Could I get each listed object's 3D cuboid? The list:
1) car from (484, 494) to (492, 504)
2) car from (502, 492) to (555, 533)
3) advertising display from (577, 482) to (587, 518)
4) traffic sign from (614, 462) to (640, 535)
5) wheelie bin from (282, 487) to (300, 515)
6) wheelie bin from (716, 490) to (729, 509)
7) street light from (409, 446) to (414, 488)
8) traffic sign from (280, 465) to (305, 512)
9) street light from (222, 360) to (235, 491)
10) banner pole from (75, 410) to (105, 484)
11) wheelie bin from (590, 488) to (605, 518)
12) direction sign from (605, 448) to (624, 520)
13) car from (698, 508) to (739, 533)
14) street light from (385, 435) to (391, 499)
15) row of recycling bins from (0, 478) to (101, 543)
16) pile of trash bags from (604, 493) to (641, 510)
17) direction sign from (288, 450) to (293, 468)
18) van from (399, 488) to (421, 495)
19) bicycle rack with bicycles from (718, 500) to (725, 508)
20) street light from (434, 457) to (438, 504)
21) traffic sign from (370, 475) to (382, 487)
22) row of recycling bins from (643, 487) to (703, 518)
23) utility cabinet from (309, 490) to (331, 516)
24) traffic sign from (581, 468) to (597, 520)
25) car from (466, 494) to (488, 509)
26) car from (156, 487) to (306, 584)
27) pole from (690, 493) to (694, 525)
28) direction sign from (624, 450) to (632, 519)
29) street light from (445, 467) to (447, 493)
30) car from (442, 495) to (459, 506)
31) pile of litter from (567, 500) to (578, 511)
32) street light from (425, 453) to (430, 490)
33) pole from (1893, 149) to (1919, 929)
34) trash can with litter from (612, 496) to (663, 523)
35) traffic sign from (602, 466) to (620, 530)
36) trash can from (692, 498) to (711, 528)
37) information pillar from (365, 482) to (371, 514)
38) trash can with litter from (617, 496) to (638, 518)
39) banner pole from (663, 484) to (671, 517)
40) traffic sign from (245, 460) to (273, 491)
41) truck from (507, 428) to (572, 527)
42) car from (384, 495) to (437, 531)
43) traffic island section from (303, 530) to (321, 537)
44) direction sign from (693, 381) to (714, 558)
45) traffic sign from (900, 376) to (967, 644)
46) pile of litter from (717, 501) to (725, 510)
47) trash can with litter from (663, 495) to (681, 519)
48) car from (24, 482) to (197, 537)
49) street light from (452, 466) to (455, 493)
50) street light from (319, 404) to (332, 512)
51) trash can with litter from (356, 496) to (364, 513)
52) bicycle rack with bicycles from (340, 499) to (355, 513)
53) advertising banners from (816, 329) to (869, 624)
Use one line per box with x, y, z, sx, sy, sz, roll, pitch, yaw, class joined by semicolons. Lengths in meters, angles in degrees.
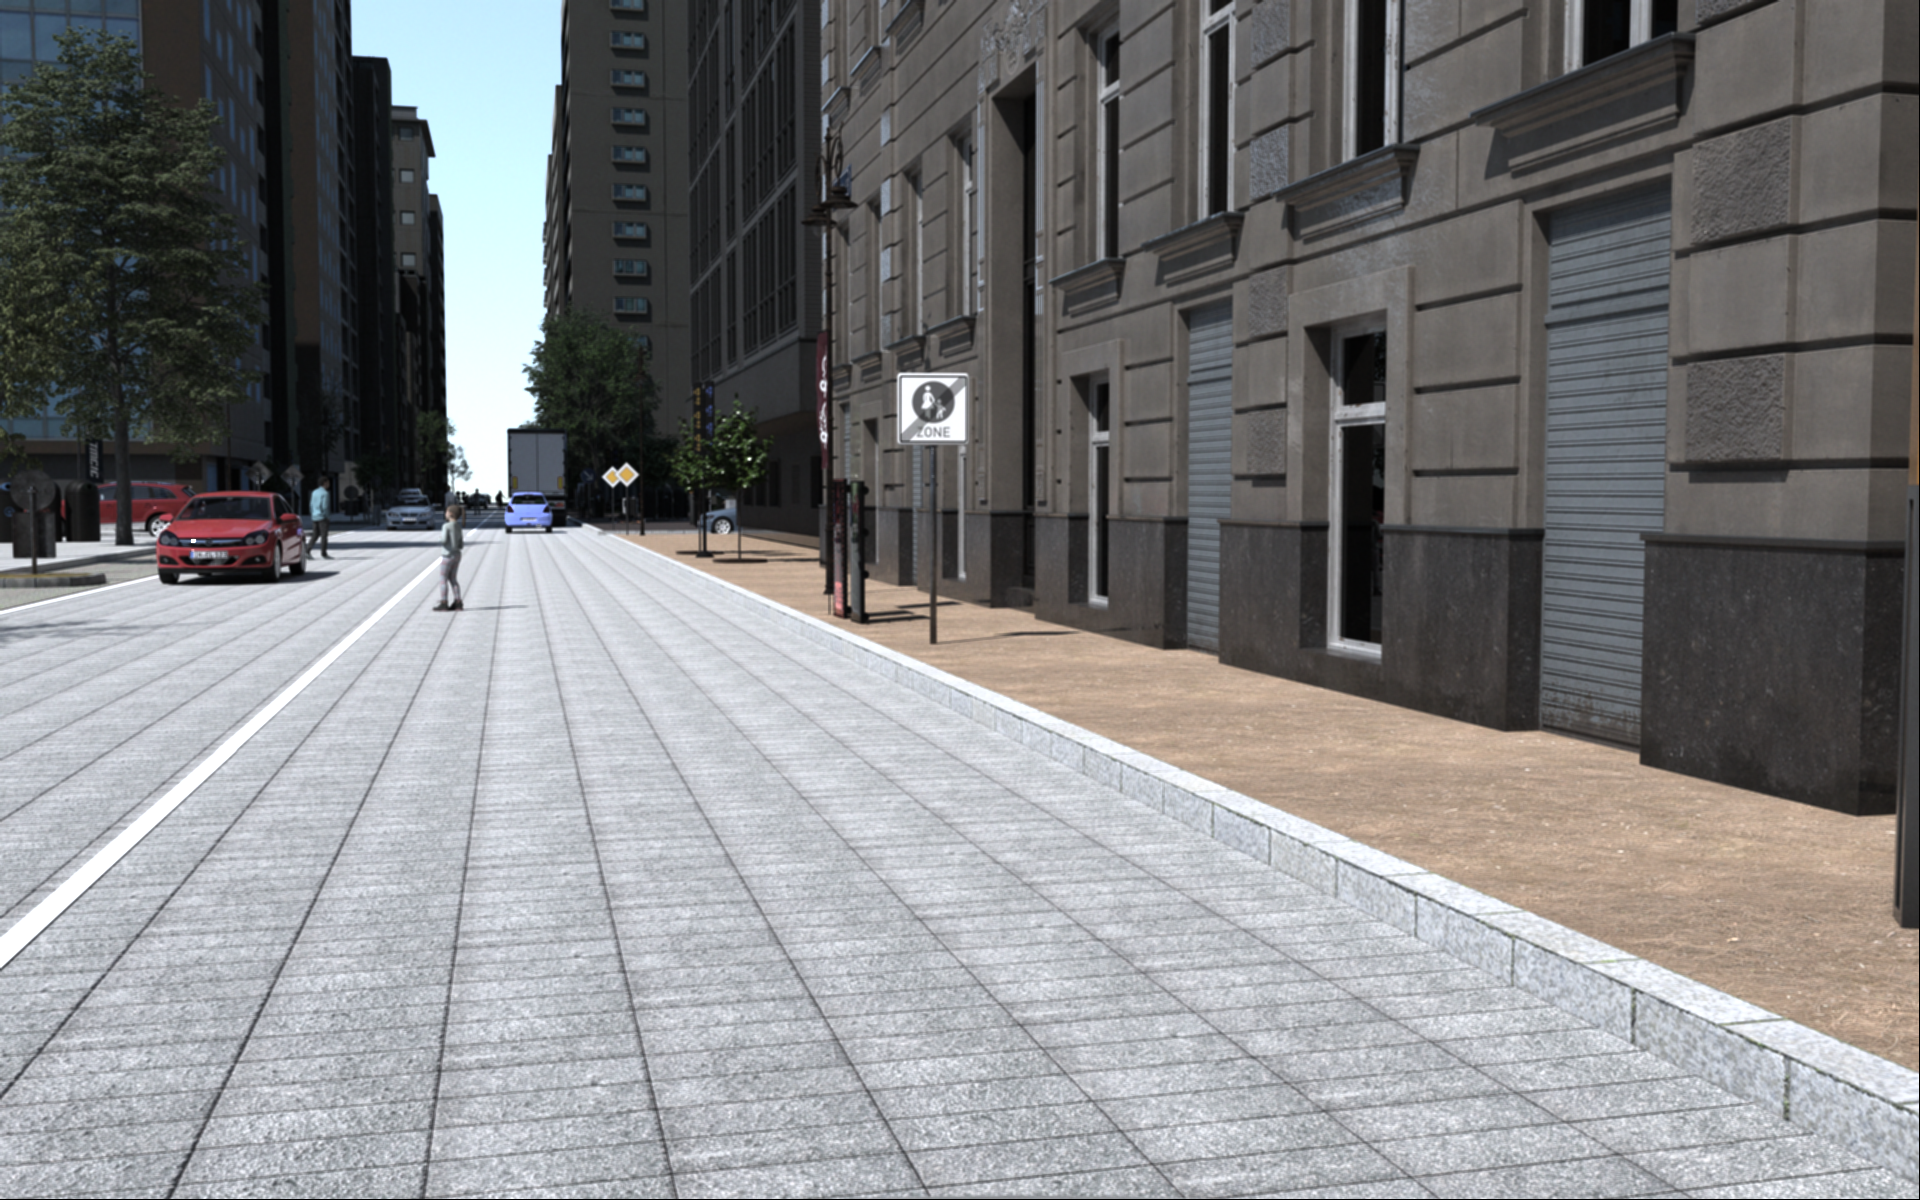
-66.859;-14.271;243.557;2.015;1.641;3.980;-1;4;-15;car
-16.089;-3.364;64.588;1.945;1.707;3.694;-1;4;-14;car
-20.122;-5.322;92.236;0.123;1.923;0.974;-3;4;-38;advertising display
-10.406;-3.087;54.120;0.795;2.450;0.064;-1;4;-14;traffic sign
-30.628;-4.363;79.243;0.693;1.594;0.980;-3;5;-40;wheelie bin
-16.885;-7.023;122.739;0.980;1.594;0.693;-3;5;-43;wheelie bin
-51.857;-11.699;164.061;0.468;5.910;1.993;-1;4;-14;street light
-22.807;-3.399;59.209;0.795;2.450;0.064;-1;4;-14;traffic sign
-24.882;-5.270;58.950;0.468;5.910;1.993;-1;4;-14;street light
-25.289;-3.684;50.254;0.863;3.779;0.401;-2;4;-31;banner pole
-19.617;-5.253;93.789;0.693;1.594;0.980;-3;4;-37;wheelie bin
-17.223;-5.732;85.721;0.876;3.537;0.379;2;4;34;direction sign
-6.825;-2.940;60.079;4.499;1.417;2.014;-1;4;-14;car
-43.960;-9.819;133.335;0.468;5.910;1.993;-1;4;-14;street light
-24.791;-2.374;45.924;3.534;1.692;1.069;-2;4;-35;row of recycling bins
-24.909;-7.342;129.789;1.912;1.369;3.447;3;4;37;pile of trash bags
-34.204;-5.907;88.570;0.379;3.537;0.876;0;4;-8;direction sign
-38.814;-7.048;122.238;2.013;2.044;4.112;-1;4;-15;van
-14.856;-6.144;113.841;2.852;0.926;2.925;0;4;-6;bicycle rack with bicycles
-64.638;-14.726;213.550;0.468;5.910;1.993;-1;4;-14;street light
-39.484;-7.161;117.183;0.768;2.556;0.104;-1;4;-13;traffic sign
-15.654;-5.357;94.696;3.534;1.692;1.069;1;4;9;row of recycling bins
-37.518;-5.676;101.477;1.173;1.500;0.318;-2;4;-25;utility cabinet
-18.069;-5.150;84.313;0.768;2.556;0.104;-1;4;-13;traffic sign
-46.733;-9.535;167.695;2.131;1.459;4.920;-1;4;-13;car
-12.231;-1.233;29.206;2.155;1.783;4.494;-1;4;-13;car
-11.233;-4.809;72.468;0.158;3.312;0.155;0;3;0;pole
-17.326;-5.991;89.944;0.876;3.537;0.379;2;4;34;direction sign
-72.326;-16.576;243.803;0.468;5.910;1.993;-1;4;-14;street light
-58.089;-11.327;197.194;2.014;1.417;4.499;-1;4;-13;car
-29.659;-7.239;132.326;1.719;0.858;1.176;1;4;11;pile of litter
-59.802;-13.573;194.703;0.468;5.910;1.993;-1;4;-14;street light
2.882;-0.686;5.064;0.158;3.312;0.155;0;3;0;pole
-14.500;-3.989;76.272;1.678;1.210;2.233;-3;5;-41;trash can with litter
-12.395;-3.560;61.855;0.795;2.450;0.064;-1;4;-14;traffic sign
-9.907;-3.351;66.436;0.748;1.137;0.748;0;3;0;trash can
-37.470;-6.432;109.662;0.304;2.012;0.304;-2;4;-28;information pillar
-17.588;-4.901;91.521;0.624;1.170;1.055;2;4;35;trash can with litter
-15.547;-6.217;91.670;0.401;3.779;0.863;2;4;25;banner pole
-20.818;-2.925;51.474;0.795;2.450;0.064;-1;4;-14;traffic sign
-19.267;-5.536;79.425;2.839;4.237;11.283;-1;4;-13;truck
-21.889;-3.491;69.085;2.014;1.417;4.499;-1;4;-15;car
-22.828;-2.262;59.265;2.009;0.180;2.903;-1;4;-14;traffic island section
-5.173;-2.631;35.008;0.379;3.537;0.876;-2;4;-35;direction sign
-0.229;-0.771;14.743;0.606;2.300;0.079;0;4;-5;traffic sign
-14.593;-5.682;106.872;1.719;0.858;1.176;2;4;27;pile of litter
-14.761;-4.698;87.866;2.233;1.210;1.678;3;5;44;trash can with litter
-26.452;-2.793;54.343;5.304;1.827;2.281;-1;4;-12;car
-80.081;-18.416;273.880;0.468;5.910;1.993;-1;4;-14;street light
-32.569;-7.111;89.045;0.468;5.910;1.993;-1;4;-14;street light
-40.591;-6.484;117.405;0.624;1.170;1.055;-1;4;-9;trash can with litter
-43.120;-6.608;121.428;2.925;0.926;2.852;-3;5;-45;bicycle rack with bicycles
-1.236;-1.328;17.897;0.090;3.025;2.074;-1;4;-17;advertising banners
